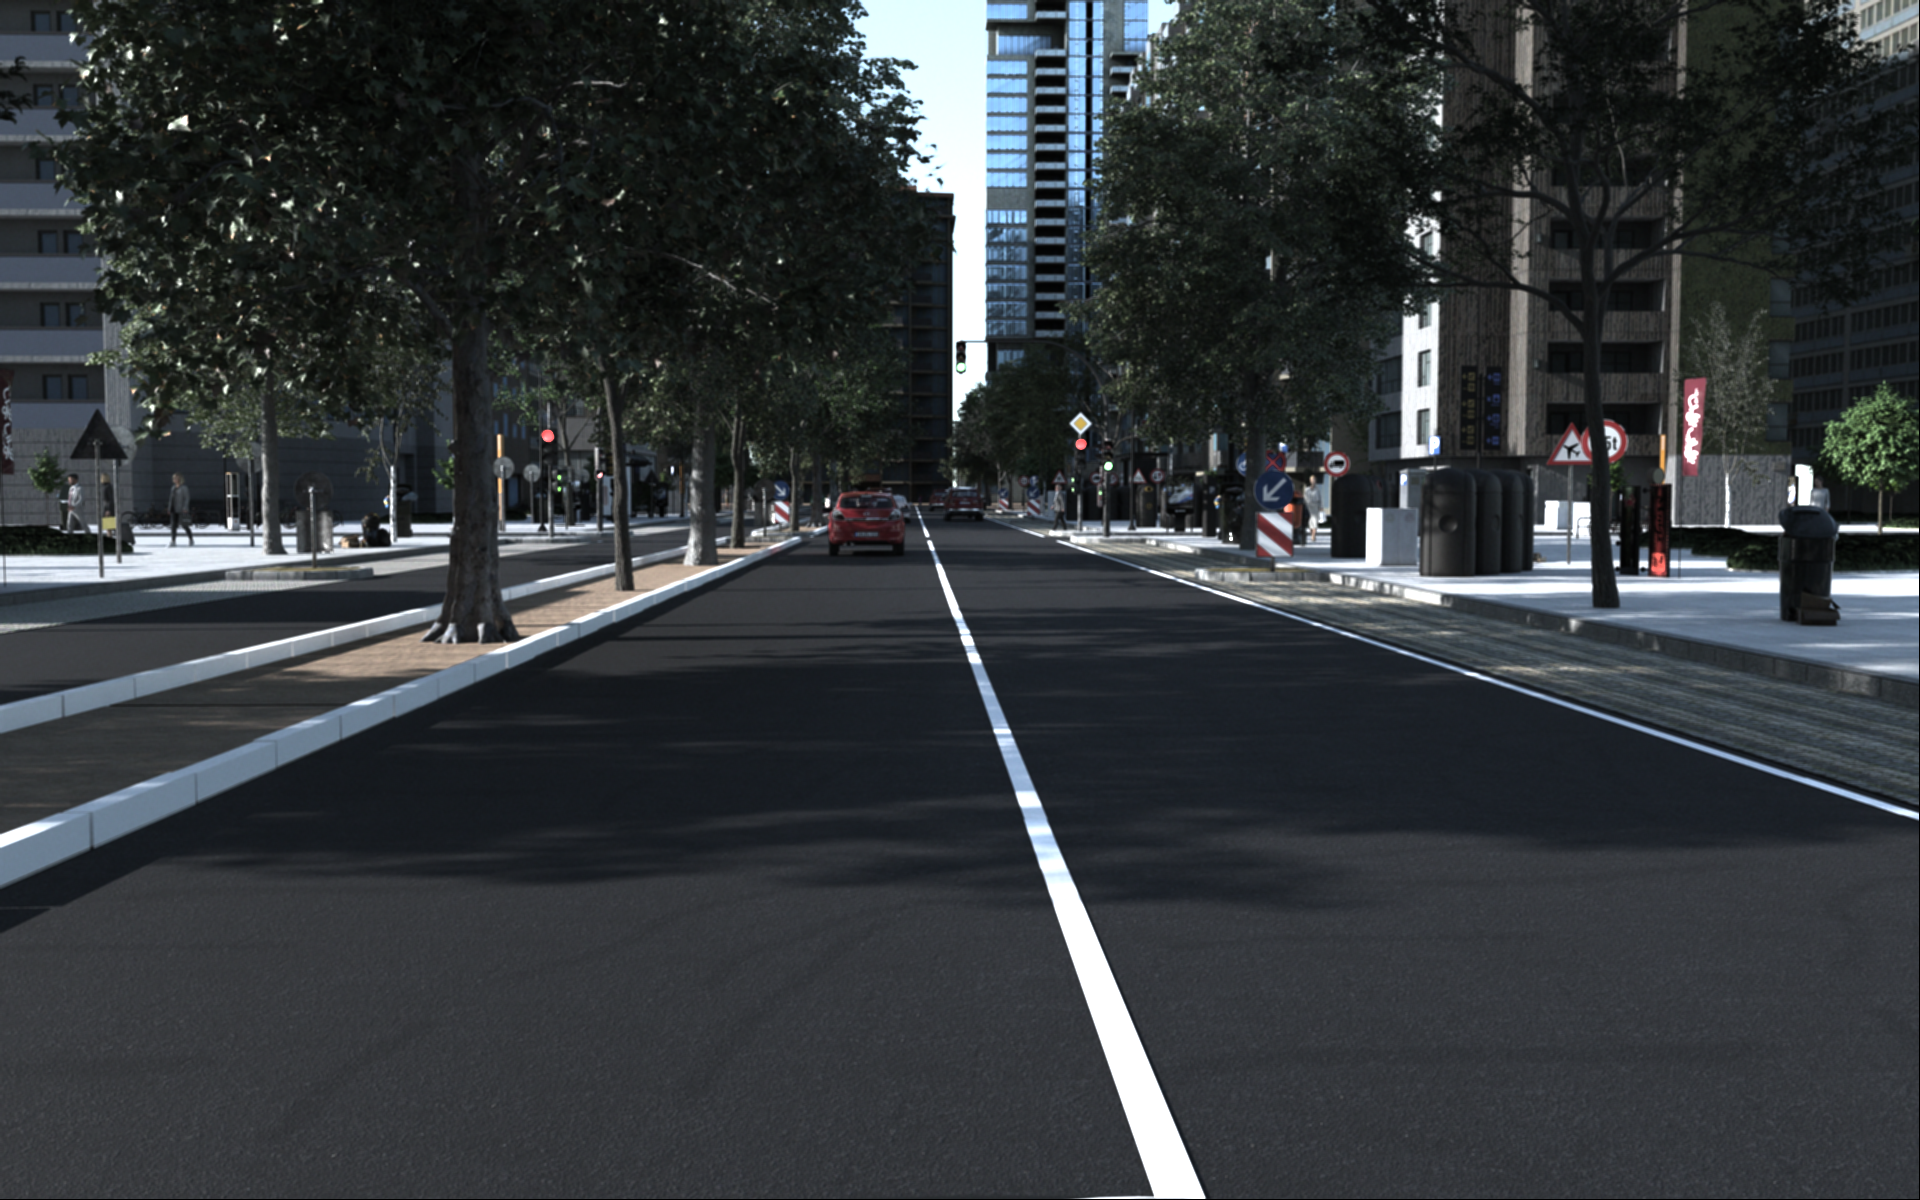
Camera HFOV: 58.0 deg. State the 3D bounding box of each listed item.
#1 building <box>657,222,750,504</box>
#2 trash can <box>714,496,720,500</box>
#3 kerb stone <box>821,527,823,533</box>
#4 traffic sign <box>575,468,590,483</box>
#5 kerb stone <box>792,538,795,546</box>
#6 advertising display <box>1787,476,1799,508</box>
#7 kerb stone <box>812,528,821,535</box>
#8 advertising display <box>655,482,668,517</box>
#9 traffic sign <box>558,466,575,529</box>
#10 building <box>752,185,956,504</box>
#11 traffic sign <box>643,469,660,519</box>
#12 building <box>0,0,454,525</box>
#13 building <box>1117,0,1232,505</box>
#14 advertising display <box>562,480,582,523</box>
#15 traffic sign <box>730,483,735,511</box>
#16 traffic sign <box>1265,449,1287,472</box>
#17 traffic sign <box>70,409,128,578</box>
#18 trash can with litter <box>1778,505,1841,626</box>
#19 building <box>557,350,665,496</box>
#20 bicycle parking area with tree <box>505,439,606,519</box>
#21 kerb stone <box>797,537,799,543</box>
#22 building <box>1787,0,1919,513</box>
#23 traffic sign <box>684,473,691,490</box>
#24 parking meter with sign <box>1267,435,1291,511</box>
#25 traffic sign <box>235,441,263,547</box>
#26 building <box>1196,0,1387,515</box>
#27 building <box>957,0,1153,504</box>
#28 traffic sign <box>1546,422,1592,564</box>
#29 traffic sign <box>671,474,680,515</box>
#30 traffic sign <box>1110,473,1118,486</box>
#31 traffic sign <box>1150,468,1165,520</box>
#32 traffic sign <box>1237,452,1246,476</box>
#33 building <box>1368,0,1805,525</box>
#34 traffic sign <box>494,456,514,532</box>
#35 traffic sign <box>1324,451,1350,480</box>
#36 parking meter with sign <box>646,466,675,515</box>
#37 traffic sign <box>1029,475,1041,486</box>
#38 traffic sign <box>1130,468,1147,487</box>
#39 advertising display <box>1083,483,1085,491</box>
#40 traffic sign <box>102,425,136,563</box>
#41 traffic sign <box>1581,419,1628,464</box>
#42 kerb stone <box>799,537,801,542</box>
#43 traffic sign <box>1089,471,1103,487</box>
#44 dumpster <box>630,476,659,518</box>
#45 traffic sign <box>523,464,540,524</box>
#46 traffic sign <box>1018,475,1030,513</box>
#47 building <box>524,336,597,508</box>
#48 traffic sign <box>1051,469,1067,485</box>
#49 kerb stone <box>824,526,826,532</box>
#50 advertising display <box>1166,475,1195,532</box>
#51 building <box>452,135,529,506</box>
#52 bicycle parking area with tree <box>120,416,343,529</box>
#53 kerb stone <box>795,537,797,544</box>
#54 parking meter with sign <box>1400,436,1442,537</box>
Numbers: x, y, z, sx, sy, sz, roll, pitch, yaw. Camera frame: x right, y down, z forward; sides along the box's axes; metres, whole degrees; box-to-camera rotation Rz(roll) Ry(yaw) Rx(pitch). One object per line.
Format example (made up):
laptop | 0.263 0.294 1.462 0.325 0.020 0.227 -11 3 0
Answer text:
building | -36.493 -33.888 237.667 14.086 41.232 14.154 0 4 -2
trash can | -17.612 -6.902 124.503 0.748 1.137 0.748 0 3 0
kerb stone | -5.119 -2.456 62.352 0.120 0.150 1.000 0 4 -2
traffic sign | -18.794 -5.266 86.210 0.768 2.556 0.104 0 4 3
kerb stone | -4.693 -1.544 47.445 0.120 0.150 1.000 0 4 -2
advertising display | 29.386 -3.418 61.105 0.123 1.923 0.974 1 4 11
kerb stone | -5.083 -2.394 61.330 0.120 0.150 1.000 0 4 -2
advertising display | -16.379 -5.498 95.103 0.974 1.923 0.123 3 5 42
traffic sign | -14.270 -3.711 62.798 0.606 2.300 0.079 0 4 -1
building | -15.145 -35.953 242.455 28.867 44.769 22.147 0 4 -2
traffic sign | -15.917 -5.468 89.408 0.884 2.594 0.081 0 4 4
building | -39.353 -33.167 84.276 21.231 58.520 28.212 0 4 -2
building | 28.498 -34.299 180.391 23.786 49.044 30.456 0 4 -2
advertising display | -17.428 -4.444 77.866 0.974 1.923 0.123 1 4 20
traffic sign | -17.637 -8.168 133.659 0.768 2.556 0.104 0 4 2
traffic sign | 8.759 -2.965 48.577 0.768 2.556 0.104 0 4 7
traffic sign | -13.160 -1.619 26.478 0.884 2.594 0.081 0 4 0
trash can with litter | 8.544 -0.359 17.253 0.624 1.170 1.055 1 4 12
building | -45.673 -36.139 180.104 27.495 52.752 28.713 0 4 -2
bicycle parking area with tree | -22.444 -6.469 92.774 9.016 4.147 8.231 0 4 3
kerb stone | -4.754 -1.669 49.488 0.120 0.150 1.000 0 4 -2
building | 59.591 -24.448 91.602 23.993 40.220 32.217 0 4 -2
traffic sign | -16.837 -6.494 106.281 0.768 2.556 0.104 0 4 8
parking meter with sign | 8.579 -3.271 49.736 1.738 3.016 0.543 -1 4 -20
traffic sign | -17.182 -2.561 41.978 0.768 2.556 0.104 0 4 0
building | 29.575 -28.484 120.335 22.147 44.769 28.867 0 4 -2
building | 15.066 -56.806 241.451 31.000 86.520 22.319 0 4 -2
traffic sign | 11.096 -1.927 31.506 0.884 2.594 0.081 0 4 3
traffic sign | -17.579 -6.597 107.867 0.884 2.594 0.081 0 4 1
traffic sign | 9.072 -6.322 103.478 0.768 2.556 0.104 0 4 7
traffic sign | 9.760 -5.233 85.660 0.768 2.556 0.104 0 4 4
traffic sign | 8.576 -3.134 51.346 0.768 2.556 0.104 0 4 6
building | 26.878 -18.657 76.741 14.107 30.474 14.160 0 4 -2
traffic sign | -15.480 -3.585 58.714 0.768 2.556 0.104 0 4 8
traffic sign | 11.138 -3.131 51.291 0.768 2.556 0.104 0 4 2
parking meter with sign | -18.802 -6.876 108.686 1.738 3.016 0.543 -2 4 -24
traffic sign | 5.047 -7.120 116.521 0.768 2.556 0.104 0 4 2
traffic sign | 8.856 -5.262 86.038 0.884 2.594 0.081 0 4 2
advertising display | 6.754 -5.745 99.139 0.974 1.923 0.123 -3 5 -39
traffic sign | -15.600 -1.954 32.055 0.768 2.556 0.104 0 4 5
traffic sign | 11.006 -1.808 29.666 0.768 2.556 0.104 0 4 8
kerb stone | -4.782 -1.732 50.511 0.120 0.150 1.000 0 4 -2
traffic sign | 7.648 -5.945 97.314 0.768 2.556 0.104 0 4 2
dumpster | -17.186 -5.578 93.686 1.502 2.255 1.985 0 4 -2
traffic sign | -18.246 -4.508 73.803 0.768 2.556 0.104 0 4 8
traffic sign | 4.334 -7.156 117.107 0.768 2.556 0.104 0 4 8
building | -47.334 -27.696 144.713 32.217 40.220 23.993 0 4 -2
traffic sign | 5.180 -5.522 90.281 0.884 2.594 0.081 0 4 5
kerb stone | -5.178 -2.581 64.399 0.120 0.150 1.000 0 4 -2
advertising display | 7.451 -3.270 58.675 0.974 1.923 0.123 -1 4 -8
building | -37.707 -28.510 116.242 14.600 45.320 14.200 0 4 -2
bicycle parking area with tree | -27.830 -4.878 66.766 9.016 4.147 8.231 0 4 4
kerb stone | -4.729 -1.607 48.467 0.120 0.150 1.000 0 4 -2
parking meter with sign | 13.584 -3.412 52.046 1.738 3.016 0.543 -1 4 -21
